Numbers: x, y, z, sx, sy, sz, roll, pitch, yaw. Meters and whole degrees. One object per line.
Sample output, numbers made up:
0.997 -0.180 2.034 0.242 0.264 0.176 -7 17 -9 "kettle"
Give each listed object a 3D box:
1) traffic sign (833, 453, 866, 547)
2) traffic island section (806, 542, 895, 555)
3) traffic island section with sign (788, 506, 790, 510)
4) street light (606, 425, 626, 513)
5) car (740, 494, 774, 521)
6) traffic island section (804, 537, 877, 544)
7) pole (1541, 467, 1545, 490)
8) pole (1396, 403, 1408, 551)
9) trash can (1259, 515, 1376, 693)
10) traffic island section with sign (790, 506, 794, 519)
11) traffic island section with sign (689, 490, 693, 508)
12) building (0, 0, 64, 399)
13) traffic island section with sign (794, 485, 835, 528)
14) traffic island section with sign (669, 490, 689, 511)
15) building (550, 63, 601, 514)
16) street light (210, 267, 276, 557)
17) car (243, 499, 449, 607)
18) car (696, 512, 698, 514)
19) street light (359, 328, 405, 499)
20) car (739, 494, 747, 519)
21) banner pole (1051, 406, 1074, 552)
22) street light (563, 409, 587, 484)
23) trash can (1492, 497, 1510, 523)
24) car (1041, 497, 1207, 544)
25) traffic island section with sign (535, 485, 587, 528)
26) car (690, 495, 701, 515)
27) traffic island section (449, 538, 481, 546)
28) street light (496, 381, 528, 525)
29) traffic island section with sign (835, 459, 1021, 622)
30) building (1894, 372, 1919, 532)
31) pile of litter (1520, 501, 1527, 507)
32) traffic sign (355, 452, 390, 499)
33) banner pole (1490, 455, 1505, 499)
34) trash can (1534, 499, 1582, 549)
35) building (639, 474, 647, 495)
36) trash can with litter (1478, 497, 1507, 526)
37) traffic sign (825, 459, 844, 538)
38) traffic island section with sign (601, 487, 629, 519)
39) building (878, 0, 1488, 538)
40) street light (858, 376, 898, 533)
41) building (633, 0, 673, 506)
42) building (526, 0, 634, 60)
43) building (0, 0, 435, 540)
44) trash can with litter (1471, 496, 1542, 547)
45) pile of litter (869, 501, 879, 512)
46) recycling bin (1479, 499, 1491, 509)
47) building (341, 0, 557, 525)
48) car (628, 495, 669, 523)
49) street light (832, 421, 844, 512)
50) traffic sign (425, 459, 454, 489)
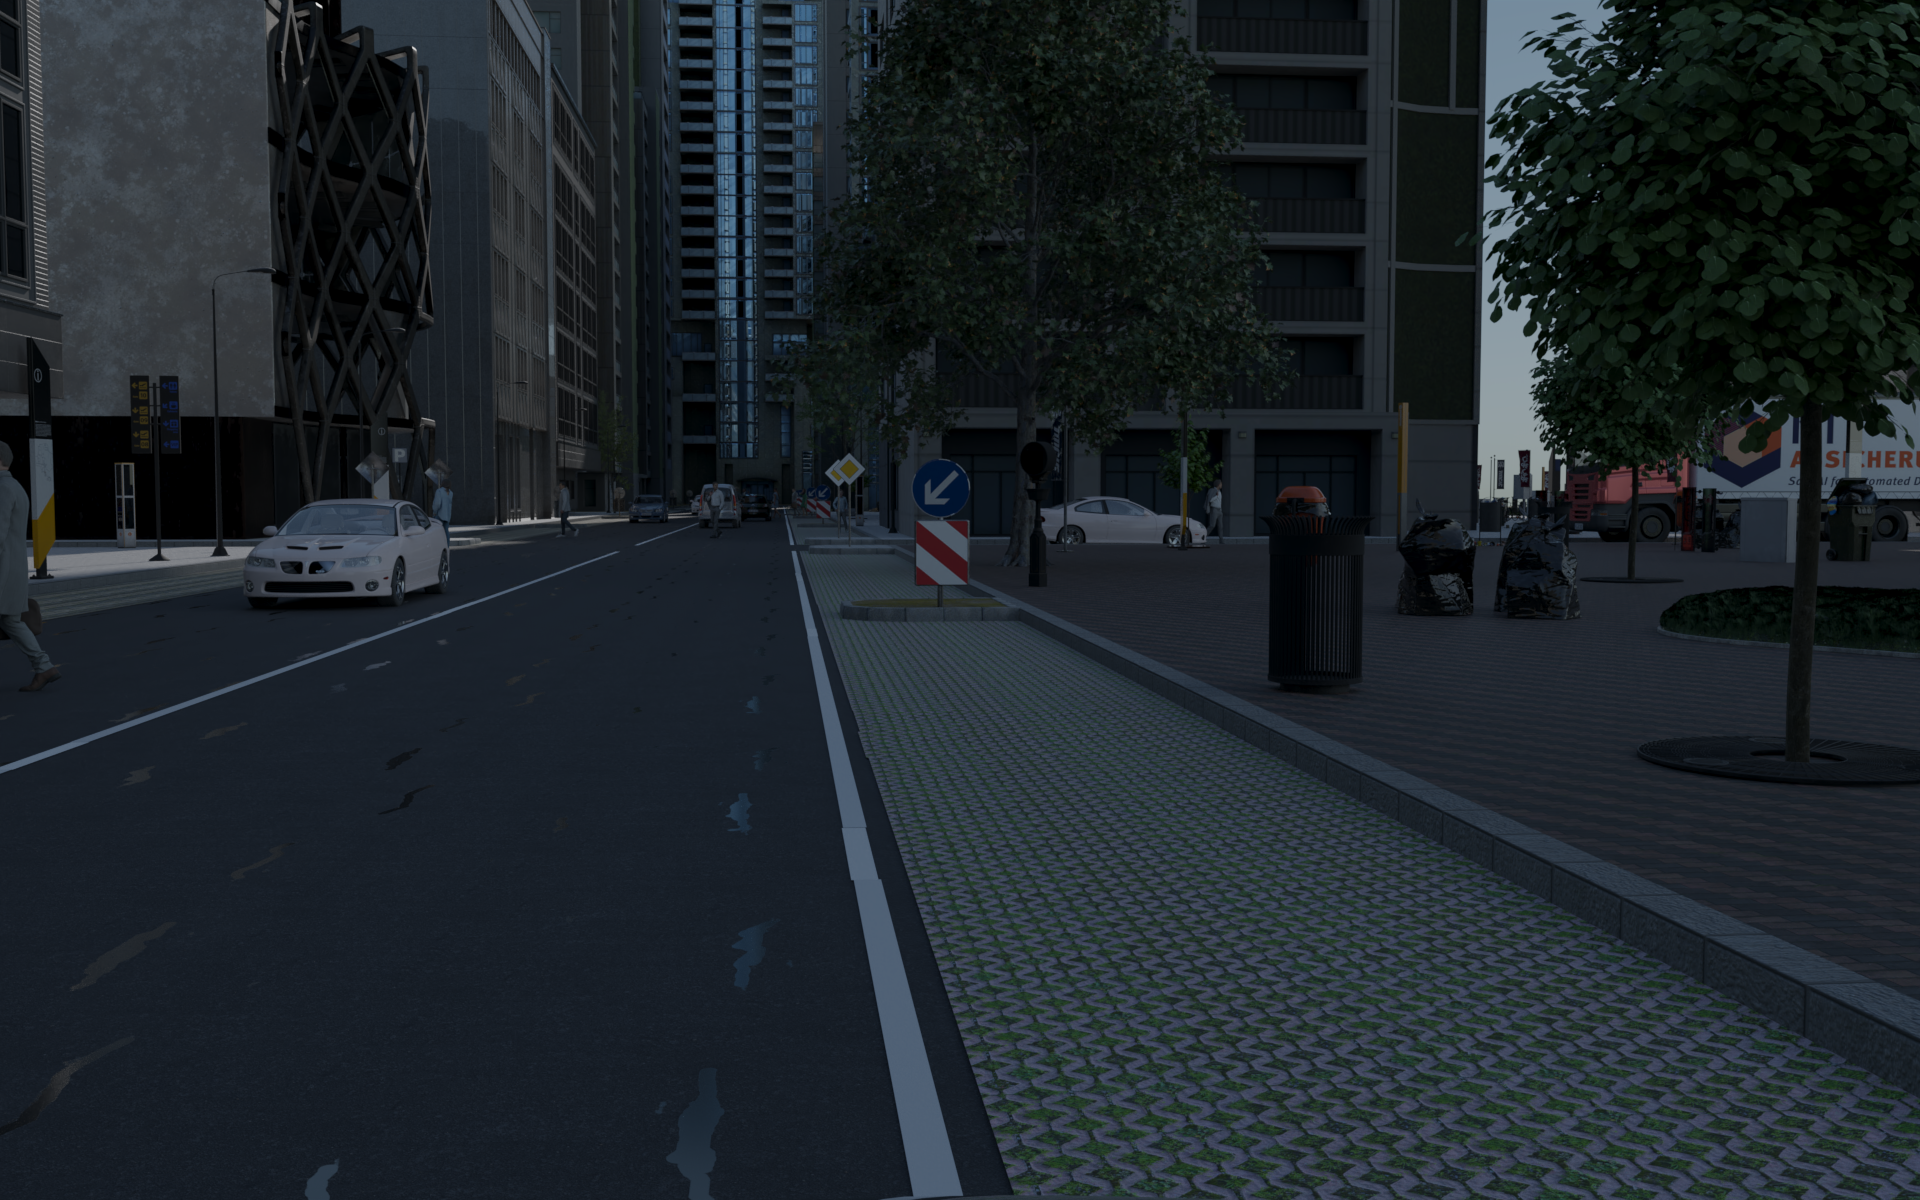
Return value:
-2.688 -2.351 42.085 0.795 2.450 0.064 0 4 -6 "traffic sign"
-2.665 -1.216 42.165 2.009 0.180 2.903 0 4 -6 "traffic island section"
-14.002 -8.756 151.785 1.989 1.847 2.006 0 4 -6 "traffic island section with sign"
-23.213 -8.835 116.987 1.470 5.913 1.316 0 4 -6 "street light"
-10.929 -5.040 92.192 2.009 1.686 4.222 0 4 -4 "car"
-3.486 -1.702 50.108 2.009 0.180 2.903 0 4 -6 "traffic island section"
43.498 -8.281 129.240 0.158 3.312 0.155 0 3 0 "pole"
9.905 -2.749 38.783 0.158 3.312 0.155 0 3 0 "pole"
2.327 0.020 11.327 0.748 1.137 0.748 0 3 0 "trash can"
-8.790 -5.674 101.389 1.989 1.847 2.006 0 4 -6 "traffic island section with sign"
-27.761 -10.372 178.211 1.989 1.847 2.006 0 4 -6 "traffic island section with sign"
-20.186 -13.562 15.251 14.314 27.812 24.014 0 4 -6 "building"
-6.018 -4.034 74.577 1.989 1.847 2.006 0 4 -6 "traffic island section with sign"
-24.937 -8.705 150.960 1.989 1.847 2.006 0 4 -6 "traffic island section with sign"
-29.706 -18.883 102.240 14.314 27.812 24.014 0 4 -6 "building"
-14.723 -3.857 35.602 1.470 5.913 1.316 0 4 -6 "street light"
-8.204 -0.681 23.497 2.083 1.381 4.827 0 4 -5 "car"
-18.701 -7.089 128.481 1.945 1.354 3.894 0 4 -5 "car"
-16.221 -4.649 48.556 1.470 5.913 1.316 0 4 -6 "street light"
-13.062 -5.472 99.252 2.009 1.686 4.222 0 4 -7 "car"
2.228 -2.963 38.467 0.401 3.779 0.863 -2 4 -27 "banner pole"
-20.970 -7.442 94.213 1.470 5.913 1.316 0 4 -6 "street light"
23.851 -3.959 76.391 0.748 1.137 0.748 0 3 0 "trash can"
4.075 -2.023 45.439 4.827 1.381 2.083 0 4 -6 "car"
-16.949 -3.980 73.697 1.989 1.847 2.006 0 4 -6 "traffic island section with sign"
-17.923 -6.691 121.764 2.083 1.381 4.827 0 4 -8 "car"
-14.719 -1.631 48.955 2.009 0.180 2.903 0 4 -6 "traffic island section"
-18.465 -6.042 71.331 1.470 5.913 1.316 0 4 -6 "street light"
-0.397 -0.712 20.265 1.989 1.847 2.006 0 4 -6 "traffic island section with sign"
34.948 -23.036 60.235 14.086 41.232 14.154 0 4 -6 "building"
40.154 -6.755 124.408 1.176 0.858 1.719 2 4 29 "pile of litter"
-13.875 -2.282 40.953 0.795 2.450 0.064 0 4 -6 "traffic sign"
34.337 -7.373 110.565 0.863 3.779 0.401 1 4 13 "banner pole"
11.908 -1.413 34.758 0.748 1.137 0.748 0 3 0 "trash can"
-43.606 -27.870 147.550 32.217 40.220 23.993 0 4 -6 "building"
21.149 -3.510 68.779 1.055 1.170 0.624 2 4 34 "trash can with litter"
-3.509 -2.837 50.028 0.795 2.450 0.064 0 4 -6 "traffic sign"
-19.720 -5.620 100.510 1.989 1.847 2.006 0 4 -6 "traffic island section with sign"
7.868 -37.997 59.499 20.611 71.187 20.563 0 4 -6 "building"
-2.728 -5.132 56.450 1.470 5.913 1.316 0 4 -6 "street light"
-45.609 -39.397 186.140 28.212 58.520 21.231 0 4 -6 "building"
-31.840 -27.258 129.255 14.154 41.232 14.086 0 4 -6 "building"
-26.122 -11.529 55.958 16.820 18.784 16.811 0 4 -6 "building"
13.433 -1.929 42.595 2.233 1.210 1.678 2 4 25 "trash can with litter"
-5.983 -6.721 123.850 1.176 0.858 1.719 1 4 14 "pile of litter"
28.335 -4.991 94.160 0.722 1.027 0.722 -3 4 -36 "recycling bin"
-26.149 -16.012 79.820 12.078 24.808 19.932 0 4 -6 "building"
-15.615 -4.588 87.010 2.014 1.417 4.499 0 4 -6 "car"
-5.059 -6.524 79.215 1.470 5.913 1.316 0 4 -6 "street light"
-14.696 -2.768 48.896 0.795 2.450 0.064 0 4 -6 "traffic sign"
